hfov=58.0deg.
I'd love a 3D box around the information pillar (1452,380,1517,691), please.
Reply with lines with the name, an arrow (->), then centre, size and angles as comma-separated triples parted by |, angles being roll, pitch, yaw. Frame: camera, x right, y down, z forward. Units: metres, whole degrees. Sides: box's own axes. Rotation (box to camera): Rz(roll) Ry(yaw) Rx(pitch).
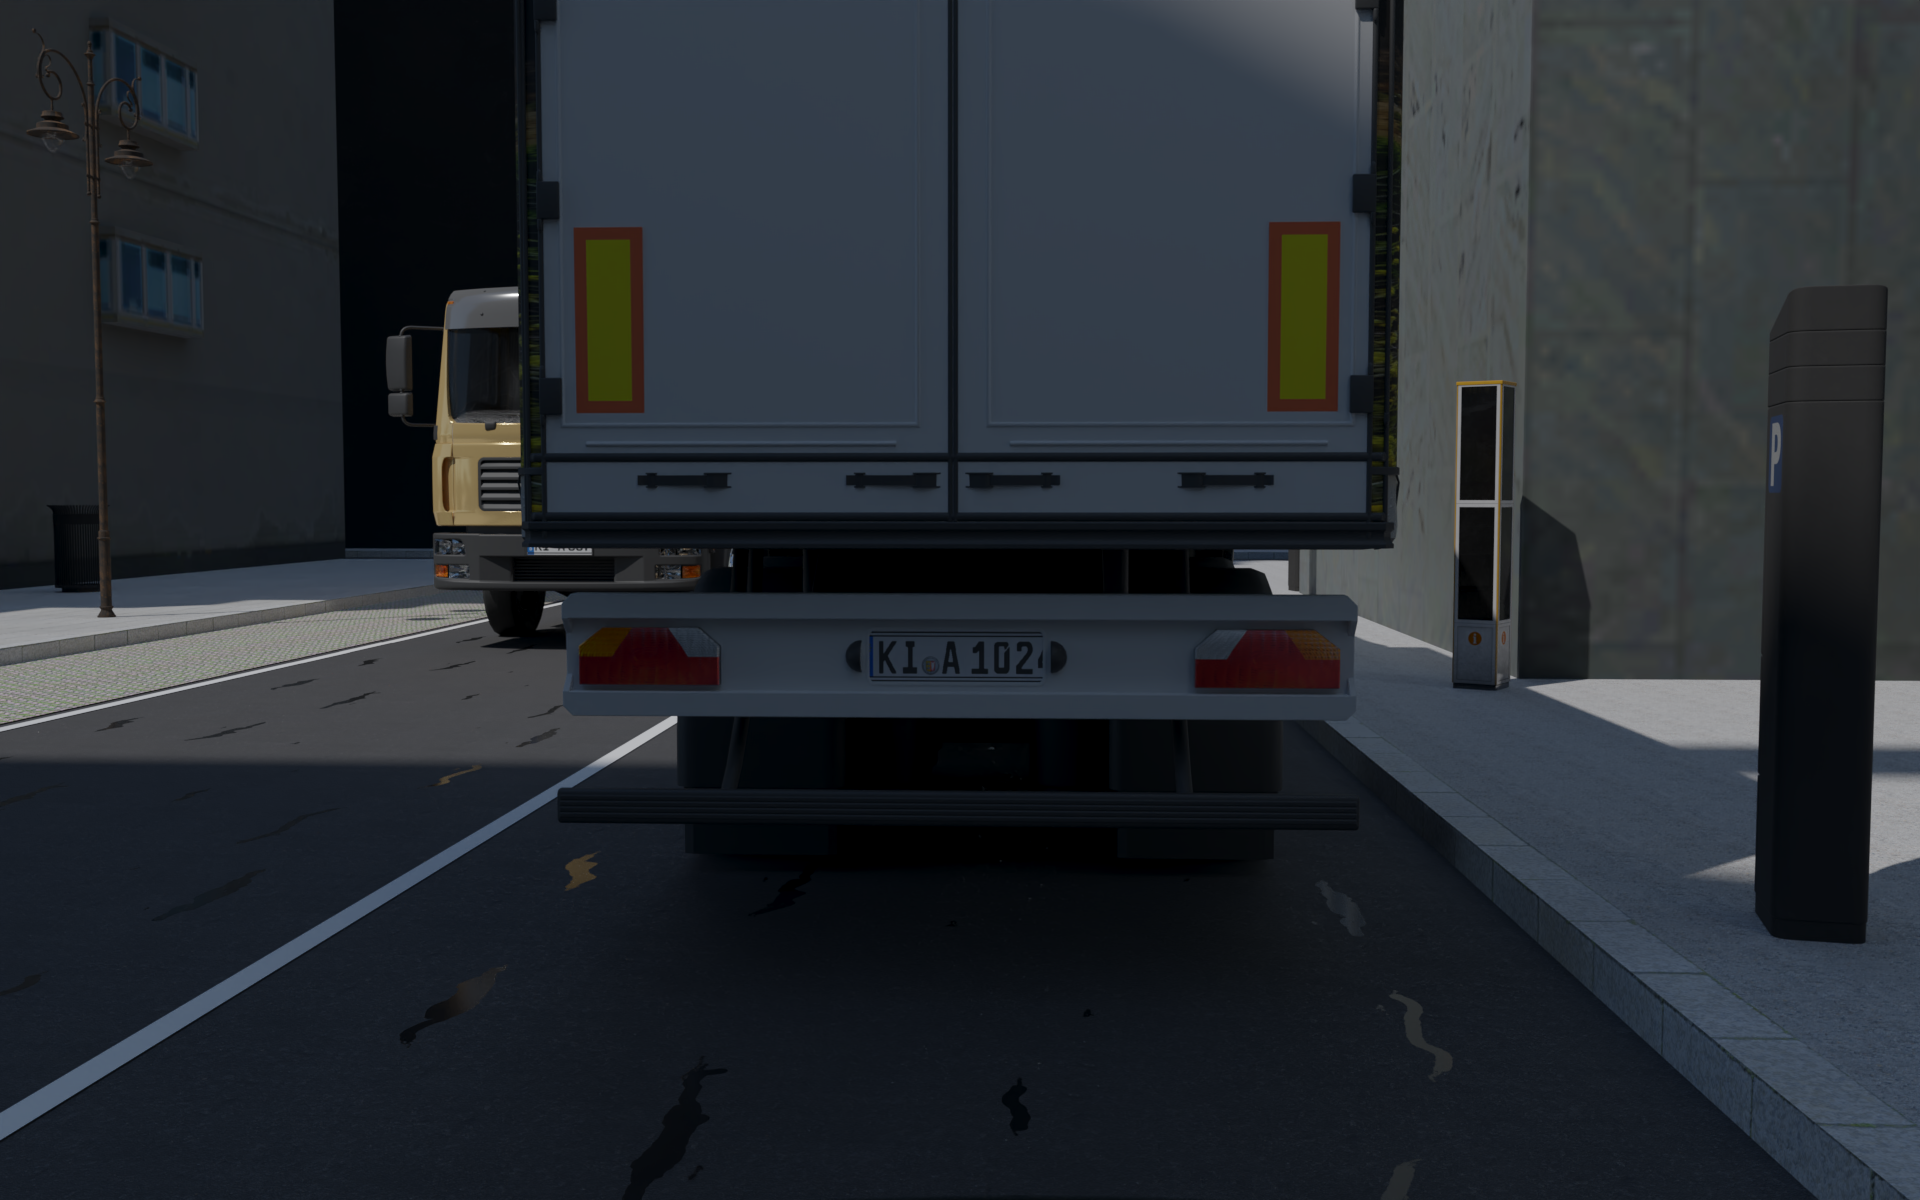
information pillar -> 3.454, -0.424, 11.417 | 0.304, 2.012, 0.304 | 2, 4, 35

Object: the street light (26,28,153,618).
street light -> -8.885, -2.756, 17.856 | 0.468, 5.910, 1.993 | 0, 4, 3

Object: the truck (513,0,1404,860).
truck -> 0.258, -1.306, 10.261 | 2.839, 4.237, 11.283 | 0, 4, 3

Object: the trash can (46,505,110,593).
trash can -> -11.550, -0.677, 22.725 | 0.748, 1.137, 0.748 | 0, 3, 0

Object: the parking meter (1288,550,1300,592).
parking meter -> 4.518, -1.052, 22.913 | 0.255, 1.863, 0.399 | 0, 4, -6

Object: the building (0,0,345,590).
building -> -23.253, -24.416, 22.901 | 21.600, 48.544, 21.300 | 0, 4, 3

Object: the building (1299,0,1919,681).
building -> 14.772, -42.273, 3.831 | 22.319, 86.520, 31.000 | 0, 4, 3

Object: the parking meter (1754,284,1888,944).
parking meter -> 2.519, 0.038, 5.088 | 0.255, 1.863, 0.399 | 1, 4, 16

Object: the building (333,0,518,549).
building -> -13.914, -13.346, 47.892 | 12.332, 23.373, 15.834 | 0, 4, 3

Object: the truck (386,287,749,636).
truck -> -3.340, -1.447, 19.590 | 3.469, 3.379, 9.791 | 0, 4, 4
